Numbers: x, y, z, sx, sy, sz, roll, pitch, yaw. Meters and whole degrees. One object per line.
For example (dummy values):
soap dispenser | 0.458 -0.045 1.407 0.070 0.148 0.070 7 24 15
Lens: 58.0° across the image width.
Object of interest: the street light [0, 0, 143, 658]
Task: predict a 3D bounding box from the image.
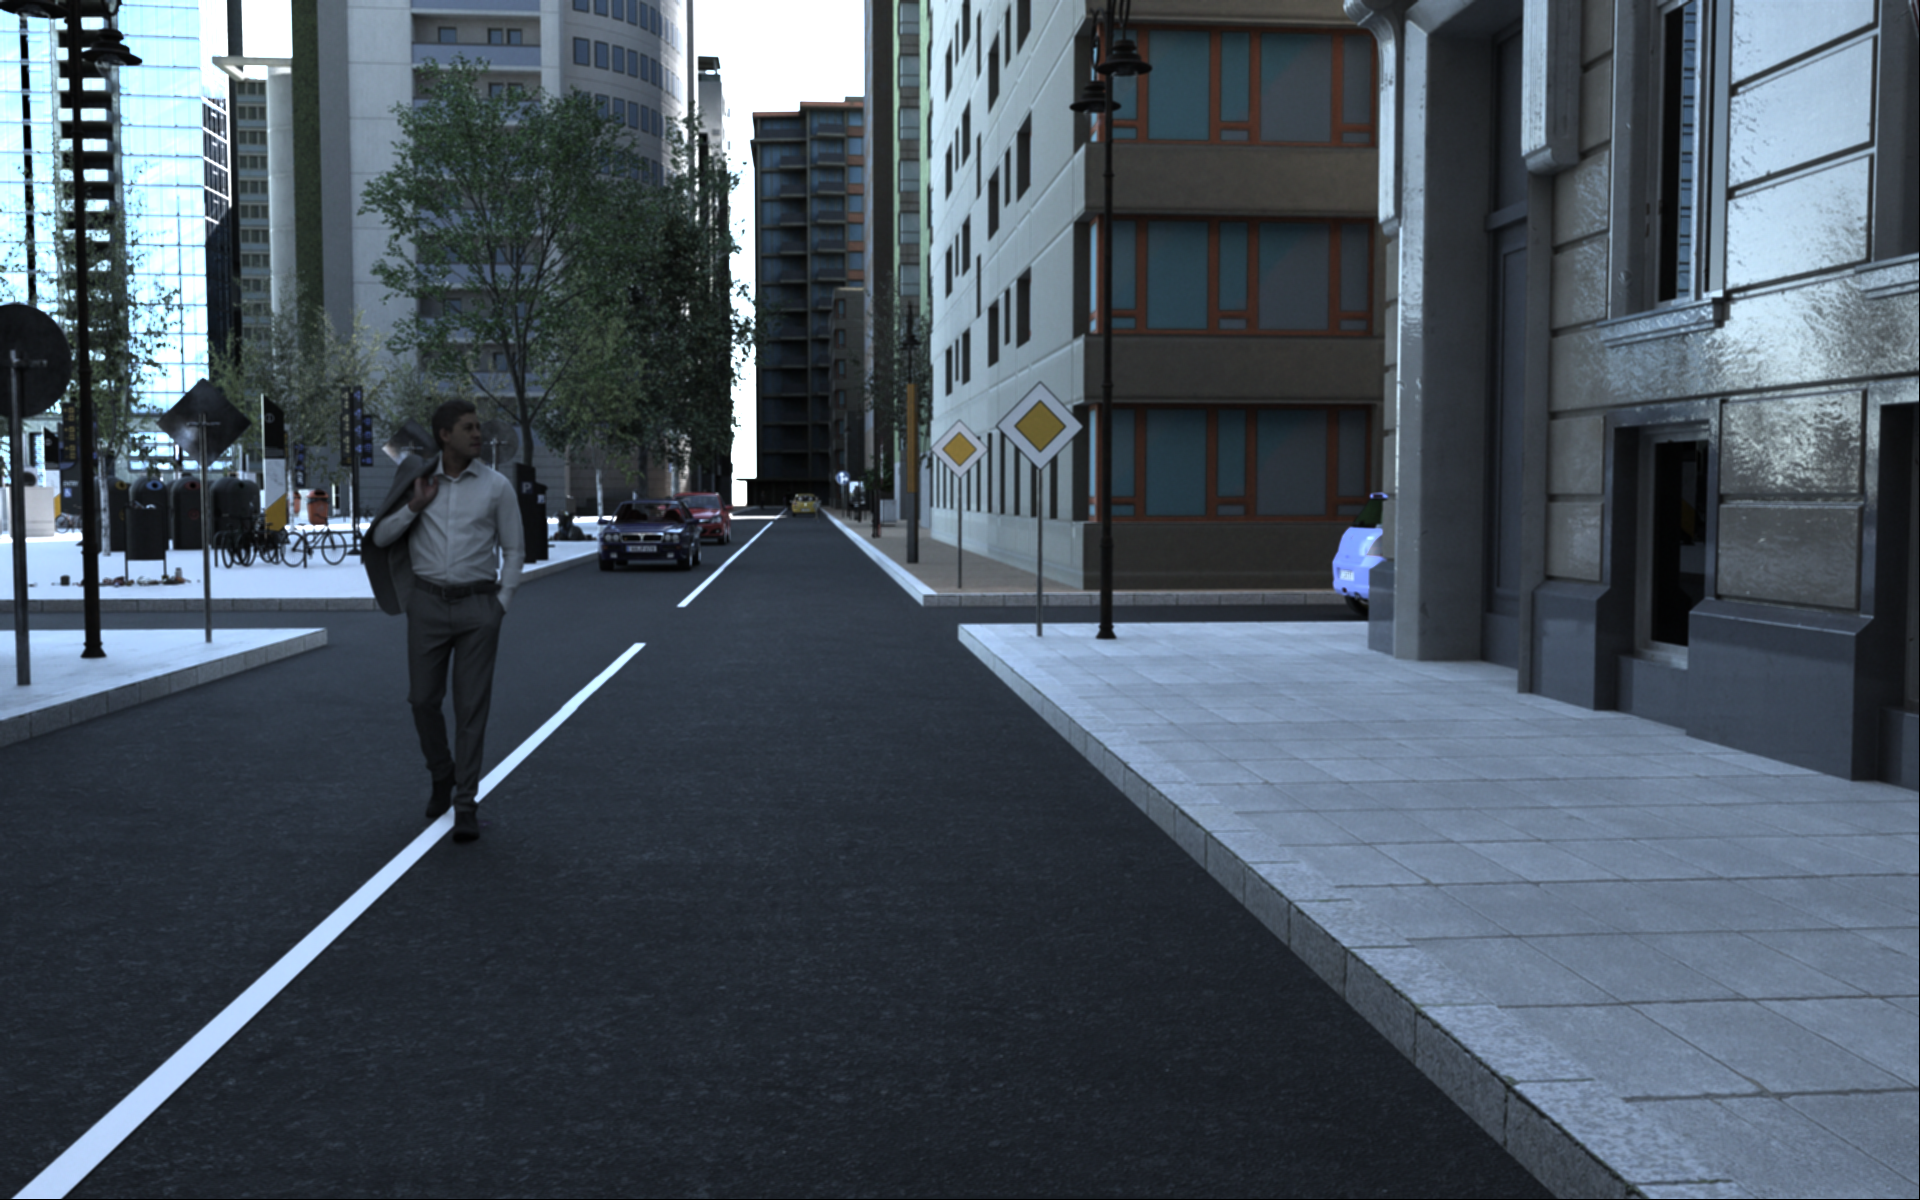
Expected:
street light | -6.820 -2.487 13.454 0.468 5.910 1.993 0 4 -5

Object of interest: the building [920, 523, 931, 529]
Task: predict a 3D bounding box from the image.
building | 5.266 -23.620 69.788 14.154 41.232 14.086 0 4 -5

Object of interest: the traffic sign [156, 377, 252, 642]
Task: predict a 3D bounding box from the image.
traffic sign | -6.502 -0.690 14.931 0.795 2.450 0.064 0 4 -5

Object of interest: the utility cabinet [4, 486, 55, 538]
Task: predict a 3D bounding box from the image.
utility cabinet | -26.786 -2.524 49.946 1.173 1.500 0.318 -2 4 -34

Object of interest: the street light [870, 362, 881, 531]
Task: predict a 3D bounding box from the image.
street light | -2.935 -5.354 60.328 0.468 5.910 1.993 0 4 -5

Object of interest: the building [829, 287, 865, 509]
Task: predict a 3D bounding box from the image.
building | 1.978 -19.280 160.261 27.650 21.520 28.899 0 4 -5

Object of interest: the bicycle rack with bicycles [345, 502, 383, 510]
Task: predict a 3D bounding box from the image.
bicycle rack with bicycles | -26.210 -3.949 77.948 2.852 0.926 2.925 1 4 15

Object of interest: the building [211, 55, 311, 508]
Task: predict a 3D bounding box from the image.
building | -48.667 -28.242 153.632 23.993 40.220 32.217 0 4 -5

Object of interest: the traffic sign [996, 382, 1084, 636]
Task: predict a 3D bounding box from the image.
traffic sign | 0.714 -0.729 15.564 0.795 2.450 0.064 0 4 -5

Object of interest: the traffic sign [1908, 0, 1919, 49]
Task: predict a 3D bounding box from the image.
traffic sign | 1.957 -0.175 2.975 0.768 2.556 0.104 0 4 0

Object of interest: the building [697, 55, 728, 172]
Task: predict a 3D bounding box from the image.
building | -28.968 -29.381 163.975 14.086 41.232 14.154 0 4 -5

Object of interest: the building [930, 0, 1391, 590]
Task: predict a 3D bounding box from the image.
building | 14.785 -11.771 37.497 28.899 21.520 27.650 0 4 -5

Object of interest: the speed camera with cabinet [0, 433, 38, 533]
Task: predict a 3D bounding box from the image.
speed camera with cabinet | -30.927 -3.767 55.929 2.038 3.252 0.660 -2 4 -31

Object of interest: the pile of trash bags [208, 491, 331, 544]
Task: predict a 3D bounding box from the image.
pile of trash bags | -17.998 -2.145 44.817 3.447 1.369 1.912 -3 5 -44

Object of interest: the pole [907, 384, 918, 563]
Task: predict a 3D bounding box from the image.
pole | -0.878 -2.339 32.084 0.158 3.312 0.155 0 3 0

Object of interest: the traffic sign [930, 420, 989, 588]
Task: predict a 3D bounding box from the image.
traffic sign | -0.009 -1.216 23.516 0.795 2.450 0.064 0 4 -5

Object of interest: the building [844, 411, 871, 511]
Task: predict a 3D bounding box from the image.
building | 2.851 -49.843 127.610 22.319 86.520 31.000 0 4 -5

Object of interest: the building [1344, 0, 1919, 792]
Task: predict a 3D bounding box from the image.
building | 10.452 -13.362 4.376 13.634 28.700 20.117 0 4 -5

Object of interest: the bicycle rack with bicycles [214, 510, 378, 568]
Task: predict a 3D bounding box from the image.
bicycle rack with bicycles | -12.202 -1.077 30.994 2.852 0.926 2.925 1 4 14

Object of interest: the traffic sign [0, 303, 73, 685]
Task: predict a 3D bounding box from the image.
traffic sign | -6.300 -0.702 11.576 0.768 2.556 0.104 0 4 4

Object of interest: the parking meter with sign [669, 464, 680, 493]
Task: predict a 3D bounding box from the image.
parking meter with sign | -15.747 -6.109 96.144 0.543 3.016 1.738 0 4 -2

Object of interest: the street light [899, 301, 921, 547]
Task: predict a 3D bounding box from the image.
street light | -1.205 -4.209 41.601 0.468 5.910 1.993 0 4 -5

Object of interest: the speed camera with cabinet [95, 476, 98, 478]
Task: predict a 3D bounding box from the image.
speed camera with cabinet | -45.065 -5.907 90.919 0.660 3.252 2.038 -1 4 -9

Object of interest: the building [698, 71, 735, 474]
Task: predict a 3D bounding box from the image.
building | -40.343 -34.972 191.408 30.456 49.044 23.786 0 4 -5

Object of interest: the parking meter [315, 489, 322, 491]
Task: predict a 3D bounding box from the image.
parking meter | -31.416 -4.675 84.849 0.372 1.533 0.369 0 3 0

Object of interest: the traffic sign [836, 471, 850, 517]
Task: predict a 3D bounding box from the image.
traffic sign | -6.402 -5.794 94.833 0.768 2.556 0.104 0 4 -4

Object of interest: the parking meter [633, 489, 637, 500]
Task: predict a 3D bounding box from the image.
parking meter | -14.667 -4.294 78.616 0.372 1.533 0.369 0 3 0

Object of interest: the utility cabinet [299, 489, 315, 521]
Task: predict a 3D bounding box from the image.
utility cabinet | -31.060 -4.506 82.352 0.318 1.500 1.173 -3 5 -44

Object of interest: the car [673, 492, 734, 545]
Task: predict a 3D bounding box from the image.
car | -7.622 -2.516 50.182 2.155 1.783 4.494 0 4 -5

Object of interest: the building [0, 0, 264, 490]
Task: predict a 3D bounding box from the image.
building | -76.521 -51.513 154.911 31.000 86.520 22.319 0 4 -5

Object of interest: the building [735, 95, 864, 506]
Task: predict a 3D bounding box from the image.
building | -10.327 -32.959 193.496 28.867 44.769 22.147 0 4 -5

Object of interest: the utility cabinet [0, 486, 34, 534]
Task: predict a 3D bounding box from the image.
utility cabinet | -32.633 -3.110 59.531 1.173 1.500 0.318 -1 4 -12

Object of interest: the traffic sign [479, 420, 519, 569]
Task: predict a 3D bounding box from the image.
traffic sign | -7.935 -1.805 29.625 0.768 2.556 0.104 0 4 -5

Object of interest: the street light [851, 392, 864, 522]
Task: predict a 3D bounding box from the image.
street light | -4.562 -6.465 78.488 0.468 5.910 1.993 0 4 -5

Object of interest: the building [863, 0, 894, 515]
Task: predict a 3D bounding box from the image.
building | 1.282 -27.869 105.774 14.600 45.320 14.200 0 4 -5

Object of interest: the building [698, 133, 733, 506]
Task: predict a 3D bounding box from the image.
building | -26.781 -22.969 147.239 14.160 30.474 14.107 0 4 -5

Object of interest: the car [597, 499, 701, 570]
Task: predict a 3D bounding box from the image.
car | -6.021 -1.297 33.778 1.945 1.354 3.894 0 4 -5

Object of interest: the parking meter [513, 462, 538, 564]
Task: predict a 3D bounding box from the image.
parking meter | -8.043 -1.612 32.063 0.399 1.863 0.255 -2 4 -33

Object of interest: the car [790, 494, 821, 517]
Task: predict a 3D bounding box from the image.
car | -9.909 -6.166 111.043 2.015 1.641 3.980 0 4 -5

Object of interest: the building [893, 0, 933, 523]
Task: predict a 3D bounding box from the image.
building | 3.404 -24.964 91.754 14.154 41.232 14.086 0 4 -5

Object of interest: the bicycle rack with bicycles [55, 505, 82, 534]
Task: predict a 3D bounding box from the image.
bicycle rack with bicycles | -27.061 -2.576 55.504 2.925 0.926 2.852 2 4 26

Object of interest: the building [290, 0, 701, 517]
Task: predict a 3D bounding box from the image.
building | -28.017 -34.714 109.577 21.231 58.520 28.212 0 4 -5

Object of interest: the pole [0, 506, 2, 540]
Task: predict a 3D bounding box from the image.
pole | -26.848 -3.327 48.237 0.158 3.312 0.155 0 3 0

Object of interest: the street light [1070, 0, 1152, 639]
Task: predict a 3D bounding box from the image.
street light | 1.299 -2.595 15.215 0.468 5.910 1.993 0 4 -5

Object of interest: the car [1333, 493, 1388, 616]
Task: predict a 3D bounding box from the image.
car | 6.169 -0.621 19.742 3.694 1.707 1.945 0 4 -6

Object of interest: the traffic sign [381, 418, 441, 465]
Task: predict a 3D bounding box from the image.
traffic sign | -7.225 -1.177 22.883 0.795 2.450 0.064 0 4 -5

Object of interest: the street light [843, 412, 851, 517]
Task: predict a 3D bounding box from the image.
street light | -6.304 -7.625 97.451 0.468 5.910 1.993 0 4 -5

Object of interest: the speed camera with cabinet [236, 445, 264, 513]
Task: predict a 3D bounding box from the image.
speed camera with cabinet | -28.445 -4.642 70.240 2.038 3.252 0.660 1 4 21

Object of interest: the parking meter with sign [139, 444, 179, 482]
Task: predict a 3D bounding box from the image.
parking meter with sign | -28.333 -3.940 60.680 1.738 3.016 0.543 -1 4 -15
